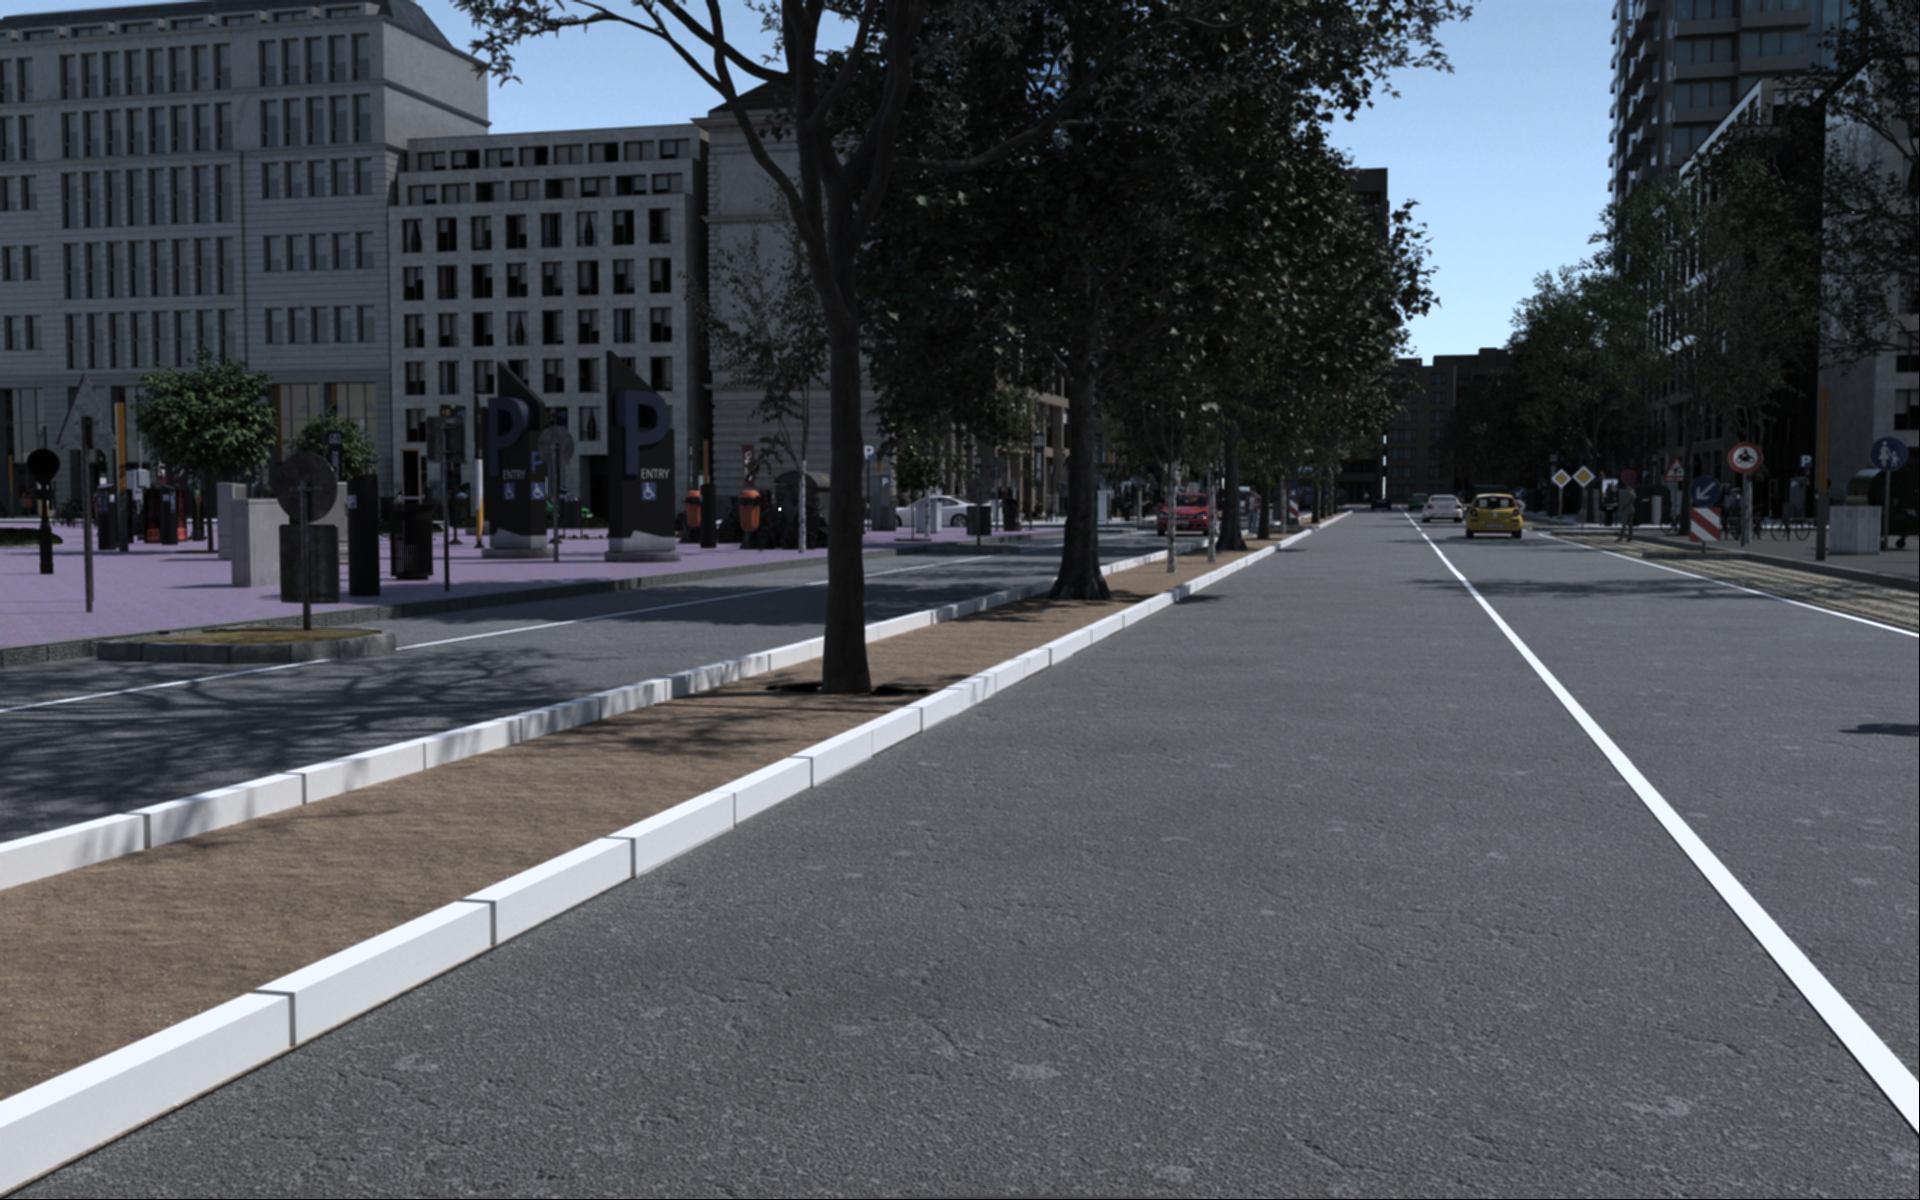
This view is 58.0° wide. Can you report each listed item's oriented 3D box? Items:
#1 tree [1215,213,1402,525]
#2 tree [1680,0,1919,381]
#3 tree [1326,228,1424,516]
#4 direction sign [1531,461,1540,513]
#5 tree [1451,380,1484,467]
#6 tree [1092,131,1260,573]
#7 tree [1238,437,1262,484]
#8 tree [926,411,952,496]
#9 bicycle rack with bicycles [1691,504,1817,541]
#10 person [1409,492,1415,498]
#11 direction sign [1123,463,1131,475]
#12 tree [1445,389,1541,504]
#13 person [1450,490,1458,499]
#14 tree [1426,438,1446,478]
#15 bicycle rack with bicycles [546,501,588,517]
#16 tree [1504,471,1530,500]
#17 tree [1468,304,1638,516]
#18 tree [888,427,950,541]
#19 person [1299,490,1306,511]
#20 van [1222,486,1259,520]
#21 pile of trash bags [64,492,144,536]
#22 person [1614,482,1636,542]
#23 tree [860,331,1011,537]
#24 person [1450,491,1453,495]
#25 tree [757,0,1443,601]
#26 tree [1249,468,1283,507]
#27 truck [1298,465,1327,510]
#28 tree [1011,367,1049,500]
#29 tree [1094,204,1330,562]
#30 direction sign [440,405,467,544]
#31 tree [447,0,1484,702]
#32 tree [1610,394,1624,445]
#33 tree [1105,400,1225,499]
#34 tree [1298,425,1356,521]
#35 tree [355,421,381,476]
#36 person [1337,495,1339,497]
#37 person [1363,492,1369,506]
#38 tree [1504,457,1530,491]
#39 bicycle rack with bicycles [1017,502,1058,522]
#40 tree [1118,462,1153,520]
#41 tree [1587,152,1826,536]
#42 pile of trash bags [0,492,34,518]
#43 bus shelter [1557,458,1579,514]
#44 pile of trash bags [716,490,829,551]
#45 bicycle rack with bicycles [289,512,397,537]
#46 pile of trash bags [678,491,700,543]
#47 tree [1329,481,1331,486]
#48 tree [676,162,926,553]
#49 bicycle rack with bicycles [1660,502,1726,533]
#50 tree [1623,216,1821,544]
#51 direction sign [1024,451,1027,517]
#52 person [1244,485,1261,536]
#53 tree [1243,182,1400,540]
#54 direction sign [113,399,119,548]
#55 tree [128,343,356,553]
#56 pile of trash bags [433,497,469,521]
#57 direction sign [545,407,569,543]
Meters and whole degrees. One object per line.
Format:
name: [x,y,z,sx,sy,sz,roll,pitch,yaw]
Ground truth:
tree: [14.134,-10.058,73.560,9.857,13.997,8.962,0,3,0]
tree: [16.014,-5.653,26.841,8.767,10.594,7.601,0,4,6]
tree: [22.633,-15.456,111.053,12.611,20.169,13.585,0,3,0]
direction sign: [39.230,-7.709,118.036,0.379,3.537,0.876,-1,4,-19]
tree: [28.366,-9.295,77.723,9.928,11.665,9.643,0,3,0]
tree: [3.876,-4.805,31.390,4.360,8.622,3.978,0,3,0]
tree: [19.918,-13.265,135.017,7.486,12.596,7.792,0,3,0]
tree: [-1.261,-7.652,75.473,4.360,8.622,3.978,0,3,0]
bicycle rack with bicycles: [22.447,-2.132,48.240,2.925,0.926,2.852,-3,4,-36]
person: [54.294,-12.122,207.421,0.721,1.735,1.217,-3,4,-36]
direction sign: [12.081,-8.107,124.541,0.876,3.537,0.379,2,4,35]
tree: [41.452,-11.880,128.654,7.601,10.594,8.767,2,4,34]
person: [47.164,-9.609,165.591,1.348,1.826,0.705,-2,4,-27]
tree: [62.293,-17.114,214.232,8.767,10.594,7.601,0,4,-3]
bicycle rack with bicycles: [-20.110,-4.534,87.521,2.852,0.926,2.925,0,4,5]
tree: [39.426,-7.804,122.200,1.663,3.219,1.824,0,3,0]
tree: [34.648,-11.258,101.075,9.611,12.733,9.660,0,3,0]
tree: [-1.309,-3.222,47.277,1.663,3.219,1.824,0,3,0]
person: [28.336,-8.236,143.338,0.592,1.802,0.473,-1,4,-9]
van: [15.218,-5.297,93.624,2.013,2.044,4.112,1,4,14]
pile of trash bags: [-25.732,-2.672,53.433,1.912,1.369,3.447,0,4,-1]
person: [19.887,-2.631,51.790,0.573,1.790,0.520,1,4,22]
tree: [-0.961,-6.170,51.235,4.737,8.622,4.395,0,3,0]
person: [54.488,-11.175,191.884,0.621,1.740,0.551,0,4,-1]
tree: [1.684,-6.363,23.508,9.611,12.733,9.660,0,3,0]
tree: [34.847,-12.960,195.608,4.285,4.588,4.351,0,3,0]
truck: [33.777,-10.803,166.386,2.967,4.110,18.799,1,4,12]
tree: [2.745,-8.426,88.122,4.737,8.622,4.395,0,3,0]
tree: [5.260,-5.077,35.827,4.737,8.622,4.395,0,3,0]
direction sign: [-12.914,-3.194,44.227,0.379,3.537,0.876,2,4,27]
tree: [-0.823,-6.060,11.900,12.009,13.543,11.850,0,3,0]
tree: [44.611,-9.981,113.552,4.360,8.622,3.978,0,3,0]
tree: [11.987,-11.244,101.966,7.486,12.596,7.792,0,3,0]
tree: [19.088,-8.516,92.052,4.360,8.622,3.978,0,3,0]
tree: [-23.040,-4.889,63.649,4.285,4.588,4.351,0,3,0]
person: [47.315,-12.735,216.585,0.709,1.838,0.599,3,4,37]
person: [50.822,-12.688,216.879,0.436,1.711,0.756,-2,4,-31]
tree: [47.069,-12.107,148.315,4.737,8.622,4.395,0,3,0]
bicycle rack with bicycles: [3.398,-4.008,78.905,2.852,0.926,2.925,0,4,4]
tree: [8.716,-5.534,85.090,1.663,3.219,1.824,0,3,0]
tree: [22.336,-7.759,52.621,9.928,11.665,9.643,0,3,0]
pile of trash bags: [-52.121,-5.146,93.896,3.447,1.369,1.912,-2,4,-32]
bus shelter: [39.056,-7.355,111.539,1.731,3.624,6.357,1,4,14]
pile of trash bags: [-4.275,-1.865,40.243,1.912,1.369,3.447,1,4,17]
bicycle rack with bicycles: [-18.269,-2.267,50.443,2.925,0.926,2.852,0,4,4]
pile of trash bags: [-6.463,-2.165,45.145,1.912,1.369,3.447,1,4,9]
tree: [11.411,-6.598,60.700,4.737,8.622,4.395,0,3,0]
tree: [-3.655,-5.332,37.534,4.360,8.622,3.978,0,3,0]
bicycle rack with bicycles: [24.557,-2.620,56.213,2.852,0.926,2.925,-1,4,-9]
tree: [20.216,-5.769,44.684,4.360,8.622,3.978,0,3,0]
direction sign: [3.485,-6.093,91.612,0.379,3.537,0.876,0,4,-4]
person: [9.895,-3.007,58.496,0.563,1.720,0.643,2,4,24]
tree: [9.530,-7.659,53.430,9.928,11.665,9.643,0,3,0]
direction sign: [-20.205,-3.027,41.493,0.379,3.537,0.876,-2,4,-28]
tree: [-16.473,-3.322,38.033,4.285,4.588,4.351,0,3,0]
pile of trash bags: [-23.819,-4.455,82.585,3.447,1.369,1.912,0,4,8]
direction sign: [-10.573,-3.250,45.133,0.876,3.537,0.379,1,4,21]
